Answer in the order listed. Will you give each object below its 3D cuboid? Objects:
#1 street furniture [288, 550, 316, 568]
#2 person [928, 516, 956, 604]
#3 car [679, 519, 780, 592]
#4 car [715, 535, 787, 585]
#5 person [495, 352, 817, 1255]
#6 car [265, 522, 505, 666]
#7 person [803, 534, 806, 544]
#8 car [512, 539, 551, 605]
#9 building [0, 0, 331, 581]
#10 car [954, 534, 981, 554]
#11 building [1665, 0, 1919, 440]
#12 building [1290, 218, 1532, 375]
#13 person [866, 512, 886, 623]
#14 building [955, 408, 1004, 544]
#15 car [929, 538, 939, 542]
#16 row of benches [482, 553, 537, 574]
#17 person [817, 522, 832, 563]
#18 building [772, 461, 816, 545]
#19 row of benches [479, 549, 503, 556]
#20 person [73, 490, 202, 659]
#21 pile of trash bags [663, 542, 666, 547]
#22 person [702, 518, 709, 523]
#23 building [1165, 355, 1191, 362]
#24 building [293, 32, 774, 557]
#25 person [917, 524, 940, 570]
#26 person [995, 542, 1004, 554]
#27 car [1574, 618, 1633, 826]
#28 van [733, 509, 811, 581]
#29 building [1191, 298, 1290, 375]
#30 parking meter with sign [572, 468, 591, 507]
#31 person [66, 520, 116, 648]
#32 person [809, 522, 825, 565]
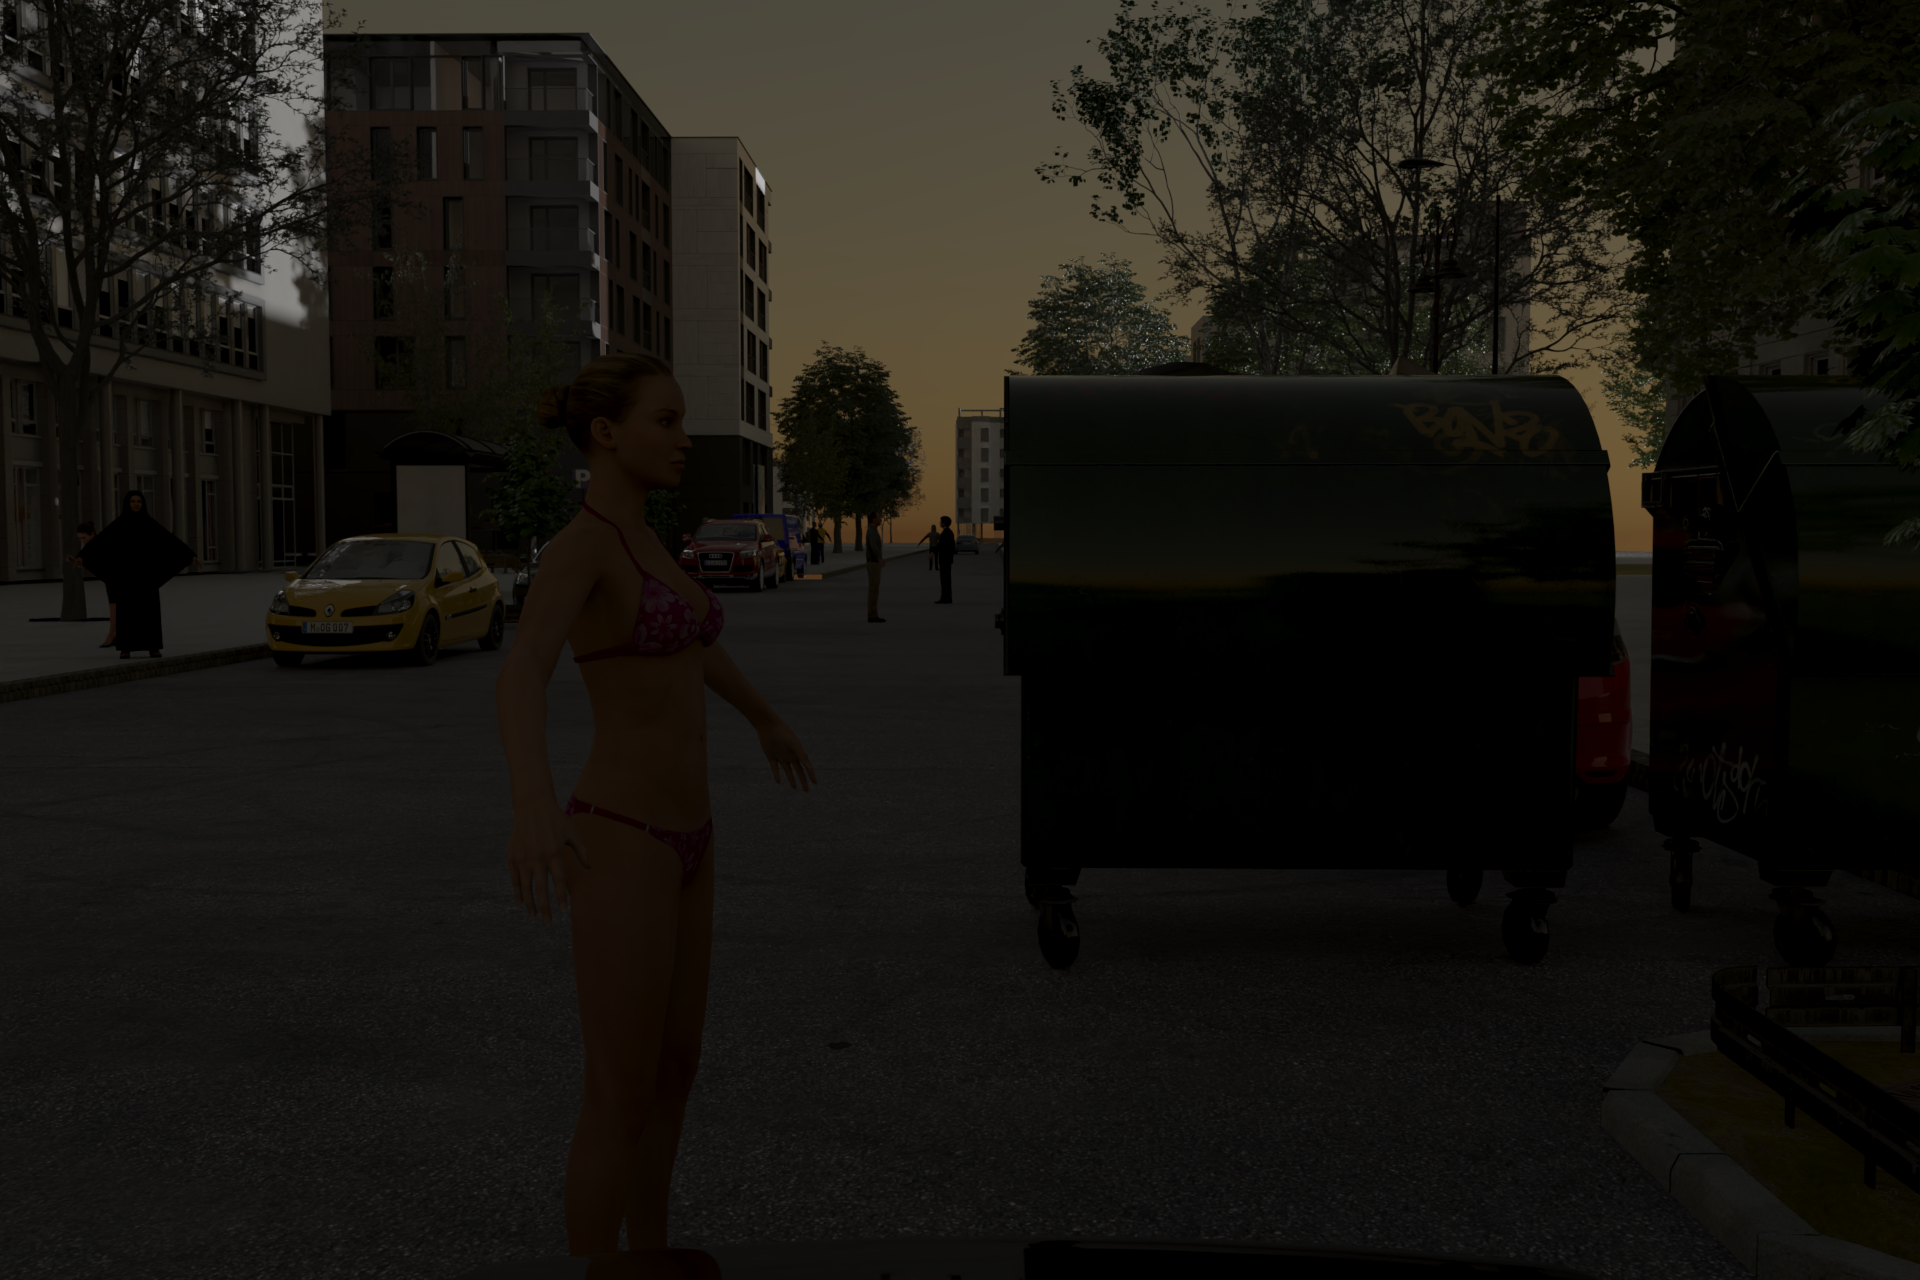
[{"bbox_3d":[-29.071,-3.160,67.288,10.072,0.657,5.734,-1,4,-15],"label":"street furniture"},{"bbox_3d":[-0.324,-1.659,35.770,0.705,1.806,1.347,1,4,19],"label":"person"},{"bbox_3d":[-5.845,-2.179,44.294,2.281,1.827,5.304,0,4,1],"label":"car"},{"bbox_3d":[-6.011,-2.415,49.715,2.015,1.641,3.980,0,4,1],"label":"car"},{"bbox_3d":[-0.471,0.388,2.916,0.721,1.733,1.217,1,4,11],"label":"person"},{"bbox_3d":[-6.564,-0.598,20.009,2.015,1.641,3.980,0,4,1],"label":"car"},{"bbox_3d":[-6.444,-3.713,67.436,0.721,1.740,1.216,3,5,44],"label":"person"},{"bbox_3d":[-6.594,-1.265,30.464,2.009,1.686,4.222,0,4,1],"label":"car"},{"bbox_3d":[-32.035,-14.295,41.326,19.016,26.051,41.698,0,4,1],"label":"building"},{"bbox_3d":[0.457,-6.794,123.092,2.014,1.417,4.499,0,4,0],"label":"car"},{"bbox_3d":[26.402,-14.791,39.090,12.463,27.353,25.104,0,4,1],"label":"building"},{"bbox_3d":[26.315,-15.548,110.631,16.016,20.090,11.380,0,4,1],"label":"building"},{"bbox_3d":[-1.370,-1.190,28.184,0.705,1.796,1.348,0,4,-6],"label":"person"},{"bbox_3d":[-0.177,-23.920,249.971,11.380,20.090,16.016,-1,4,-9],"label":"building"},{"bbox_3d":[-1.411,-7.637,134.651,2.009,1.686,4.222,0,4,1],"label":"car"},{"bbox_3d":[-15.082,-2.534,56.902,4.104,0.672,1.422,2,4,24],"label":"row of benches"},{"bbox_3d":[-6.214,-4.332,76.792,1.349,1.833,0.705,-3,4,-39],"label":"person"},{"bbox_3d":[-22.171,-16.576,213.159,9.099,9.664,28.070,0,3,0],"label":"building"},{"bbox_3d":[-20.354,-3.294,69.322,4.104,0.672,1.422,-2,4,-28],"label":"row of benches"},{"bbox_3d":[-8.480,-0.678,17.871,1.214,1.737,0.721,-2,4,-32],"label":"person"},{"bbox_3d":[-9.892,-2.628,52.713,1.912,1.369,3.447,0,4,1],"label":"pile of trash bags"},{"bbox_3d":[-8.882,-3.361,60.739,0.705,1.856,1.354,0,4,-4],"label":"person"},{"bbox_3d":[28.565,-19.167,179.837,16.747,18.905,31.486,0,4,2],"label":"building"},{"bbox_3d":[-25.360,-14.891,87.437,27.936,21.610,32.646,0,4,1],"label":"building"},{"bbox_3d":[-1.029,-3.650,68.260,1.348,1.813,0.705,1,4,8],"label":"person"},{"bbox_3d":[1.607,-2.418,48.121,1.348,1.813,0.705,-2,4,-29],"label":"person"},{"bbox_3d":[2.348,-0.058,9.992,2.155,1.783,4.494,0,4,1],"label":"car"},{"bbox_3d":[-6.004,-3.078,54.716,2.240,2.365,5.245,0,4,1],"label":"van"},{"bbox_3d":[27.836,-16.298,132.937,16.747,18.905,31.486,0,4,1],"label":"building"},{"bbox_3d":[-9.977,-3.089,46.771,0.543,3.016,1.738,0,4,1],"label":"parking meter with sign"},{"bbox_3d":[-9.712,-0.633,19.585,0.628,1.438,0.799,-1,4,-21],"label":"person"},{"bbox_3d":[-6.076,-4.050,72.448,0.704,1.802,1.346,2,4,27],"label":"person"}]
